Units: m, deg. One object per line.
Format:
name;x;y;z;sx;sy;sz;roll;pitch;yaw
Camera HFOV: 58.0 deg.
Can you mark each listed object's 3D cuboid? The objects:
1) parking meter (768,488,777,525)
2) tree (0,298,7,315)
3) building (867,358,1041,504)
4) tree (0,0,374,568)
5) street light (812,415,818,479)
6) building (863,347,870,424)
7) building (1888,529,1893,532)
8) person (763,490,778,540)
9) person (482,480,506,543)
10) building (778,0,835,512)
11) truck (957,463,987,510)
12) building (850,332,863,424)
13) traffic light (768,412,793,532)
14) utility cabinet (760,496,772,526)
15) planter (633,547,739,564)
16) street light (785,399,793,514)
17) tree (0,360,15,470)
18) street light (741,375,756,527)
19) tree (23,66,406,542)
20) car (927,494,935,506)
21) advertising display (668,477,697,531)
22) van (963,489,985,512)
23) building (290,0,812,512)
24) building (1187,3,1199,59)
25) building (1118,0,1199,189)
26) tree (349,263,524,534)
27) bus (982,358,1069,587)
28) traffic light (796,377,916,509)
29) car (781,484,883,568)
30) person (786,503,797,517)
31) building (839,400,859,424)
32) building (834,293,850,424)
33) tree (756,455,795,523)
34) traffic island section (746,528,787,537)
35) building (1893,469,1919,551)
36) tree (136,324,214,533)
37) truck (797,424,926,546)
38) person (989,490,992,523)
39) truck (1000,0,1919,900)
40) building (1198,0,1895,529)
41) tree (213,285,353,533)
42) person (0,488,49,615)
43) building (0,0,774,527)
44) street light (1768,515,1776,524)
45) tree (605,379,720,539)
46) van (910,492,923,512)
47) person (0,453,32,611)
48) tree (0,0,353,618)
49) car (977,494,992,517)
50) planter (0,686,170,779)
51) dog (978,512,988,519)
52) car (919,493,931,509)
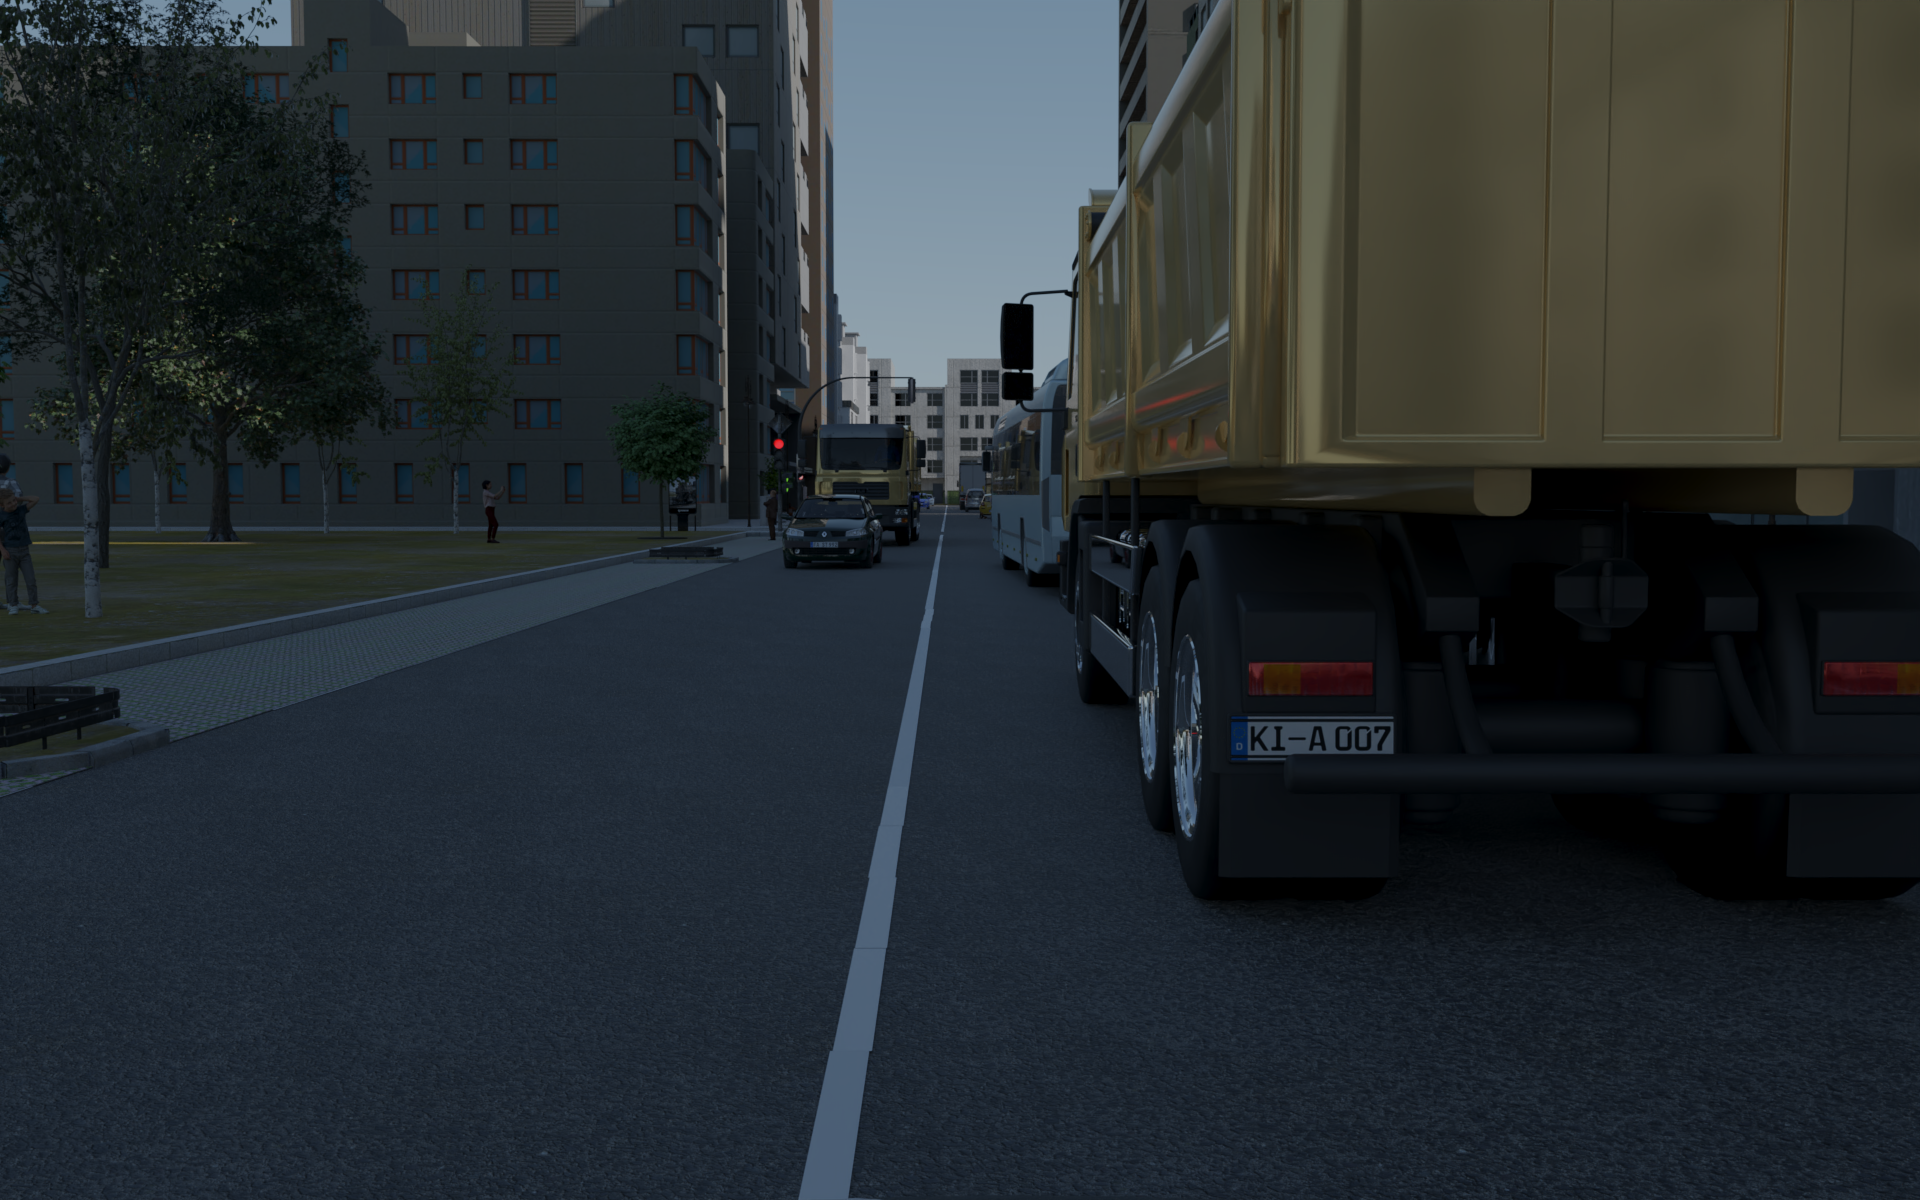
parking meter;-7.798;-3.882;71.888;0.372;1.533;0.369;0;3;0
tree;-33.101;-7.713;51.870;9.928;11.665;9.643;0;3;0
building;-1.726;-22.491;234.191;31.486;18.905;16.747;0;4;0
tree;-14.665;-5.813;29.451;7.601;10.594;8.767;3;5;42
street light;-8.425;-7.862;101.334;0.468;5.910;1.993;0;4;0
building;-18.402;-21.028;200.222;16.016;20.091;11.380;0;4;0
building;26.683;-27.743;42.842;28.713;52.752;27.495;0;4;0
person;-5.819;-2.597;53.231;0.388;1.546;0.482;1;4;17
person;-12.192;-2.313;45.321;0.566;1.644;0.517;2;4;32
building;-16.887;-29.375;130.393;14.600;45.320;14.200;0;4;0
truck;1.131;-10.446;159.708;2.839;4.237;11.283;0;4;0
building;-19.134;-20.297;188.280;16.016;20.091;11.380;0;4;0
traffic light;-6.129;-4.292;59.101;0.839;4.253;0.868;0;4;0
utility cabinet;-7.804;-3.595;69.942;0.306;1.237;1.020;1;4;10
planter;-5.701;-0.932;36.381;1.991;0.319;1.994;0;4;0
street light;-8.393;-6.818;84.259;0.468;5.910;1.993;0;4;0
tree;-8.624;-1.190;14.059;1.663;3.219;1.824;0;3;0
street light;-8.214;-5.782;67.317;0.468;5.910;1.993;0;4;0
tree;-20.006;-7.940;46.835;9.611;12.733;9.660;0;3;0
car;-4.008;-12.016;208.458;2.014;1.417;4.499;0;4;-1
advertising display;-9.583;-3.340;59.830;0.974;1.923;0.123;-1;4;-13
van;1.255;-8.038;138.430;2.013;2.044;4.112;0;4;1
building;-23.850;-31.801;109.184;28.713;52.752;27.495;0;4;0
building;20.467;-20.430;105.728;14.160;30.474;14.107;0;4;0
building;23.590;-31.028;131.002;21.300;48.544;21.600;0;4;0
tree;-16.312;-6.469;56.130;4.737;8.622;4.395;0;3;0
bus;2.124;-2.145;29.931;2.948;3.499;13.247;0;4;-2
traffic light;-4.089;-5.655;67.135;4.771;5.953;1.251;0;4;0
car;-2.511;-1.521;34.656;2.009;1.686;4.222;0;4;1
person;-8.970;-4.732;91.701;0.859;0.850;0.655;0;4;1
building;-14.363;-13.867;168.869;9.099;9.664;28.070;0;4;0
building;-18.044;-17.846;148.197;16.016;20.091;11.380;0;4;0
tree;-8.324;-5.100;77.994;1.663;3.219;1.824;0;3;0
traffic island section;-6.170;-2.260;59.236;2.009;0.180;2.903;0;4;0
building;19.620;-15.352;22.714;14.160;30.474;14.107;0;4;0
tree;-26.090;-6.502;56.669;4.737;8.622;4.395;0;3;0
truck;-2.582;-3.324;50.274;3.469;3.379;9.791;0;4;1
person;1.067;-2.253;46.804;0.566;1.644;0.517;-1;4;-15
truck;2.046;-0.845;9.732;3.469;3.379;9.791;0;3;0
building;26.067;-30.106;81.470;27.495;52.752;28.713;0;4;0
tree;-20.681;-6.467;56.101;4.737;8.622;4.395;0;3;0
person;-10.001;-0.519;18.436;0.340;1.345;0.435;3;4;37
building;-24.058;-14.466;81.565;27.650;21.520;28.899;0;4;0
street light;11.599;-3.170;24.616;0.468;5.910;1.993;0;4;0
tree;-8.499;-4.036;49.704;4.285;4.588;4.351;0;3;0
van;-4.108;-8.169;137.954;2.240;2.365;5.245;0;4;-2
person;-10.615;-0.757;19.142;0.841;1.734;0.376;1;4;18
tree;-8.798;-4.122;17.759;4.360;8.622;3.978;0;3;0
car;2.022;-5.694;103.321;2.015;1.641;3.980;0;4;1
planter;-5.523;0.716;9.438;1.991;0.319;1.994;0;4;0
dog;1.317;-4.872;99.852;0.550;0.427;0.748;0;4;0
car;-3.738;-9.427;163.718;1.945;1.707;3.694;0;4;1
